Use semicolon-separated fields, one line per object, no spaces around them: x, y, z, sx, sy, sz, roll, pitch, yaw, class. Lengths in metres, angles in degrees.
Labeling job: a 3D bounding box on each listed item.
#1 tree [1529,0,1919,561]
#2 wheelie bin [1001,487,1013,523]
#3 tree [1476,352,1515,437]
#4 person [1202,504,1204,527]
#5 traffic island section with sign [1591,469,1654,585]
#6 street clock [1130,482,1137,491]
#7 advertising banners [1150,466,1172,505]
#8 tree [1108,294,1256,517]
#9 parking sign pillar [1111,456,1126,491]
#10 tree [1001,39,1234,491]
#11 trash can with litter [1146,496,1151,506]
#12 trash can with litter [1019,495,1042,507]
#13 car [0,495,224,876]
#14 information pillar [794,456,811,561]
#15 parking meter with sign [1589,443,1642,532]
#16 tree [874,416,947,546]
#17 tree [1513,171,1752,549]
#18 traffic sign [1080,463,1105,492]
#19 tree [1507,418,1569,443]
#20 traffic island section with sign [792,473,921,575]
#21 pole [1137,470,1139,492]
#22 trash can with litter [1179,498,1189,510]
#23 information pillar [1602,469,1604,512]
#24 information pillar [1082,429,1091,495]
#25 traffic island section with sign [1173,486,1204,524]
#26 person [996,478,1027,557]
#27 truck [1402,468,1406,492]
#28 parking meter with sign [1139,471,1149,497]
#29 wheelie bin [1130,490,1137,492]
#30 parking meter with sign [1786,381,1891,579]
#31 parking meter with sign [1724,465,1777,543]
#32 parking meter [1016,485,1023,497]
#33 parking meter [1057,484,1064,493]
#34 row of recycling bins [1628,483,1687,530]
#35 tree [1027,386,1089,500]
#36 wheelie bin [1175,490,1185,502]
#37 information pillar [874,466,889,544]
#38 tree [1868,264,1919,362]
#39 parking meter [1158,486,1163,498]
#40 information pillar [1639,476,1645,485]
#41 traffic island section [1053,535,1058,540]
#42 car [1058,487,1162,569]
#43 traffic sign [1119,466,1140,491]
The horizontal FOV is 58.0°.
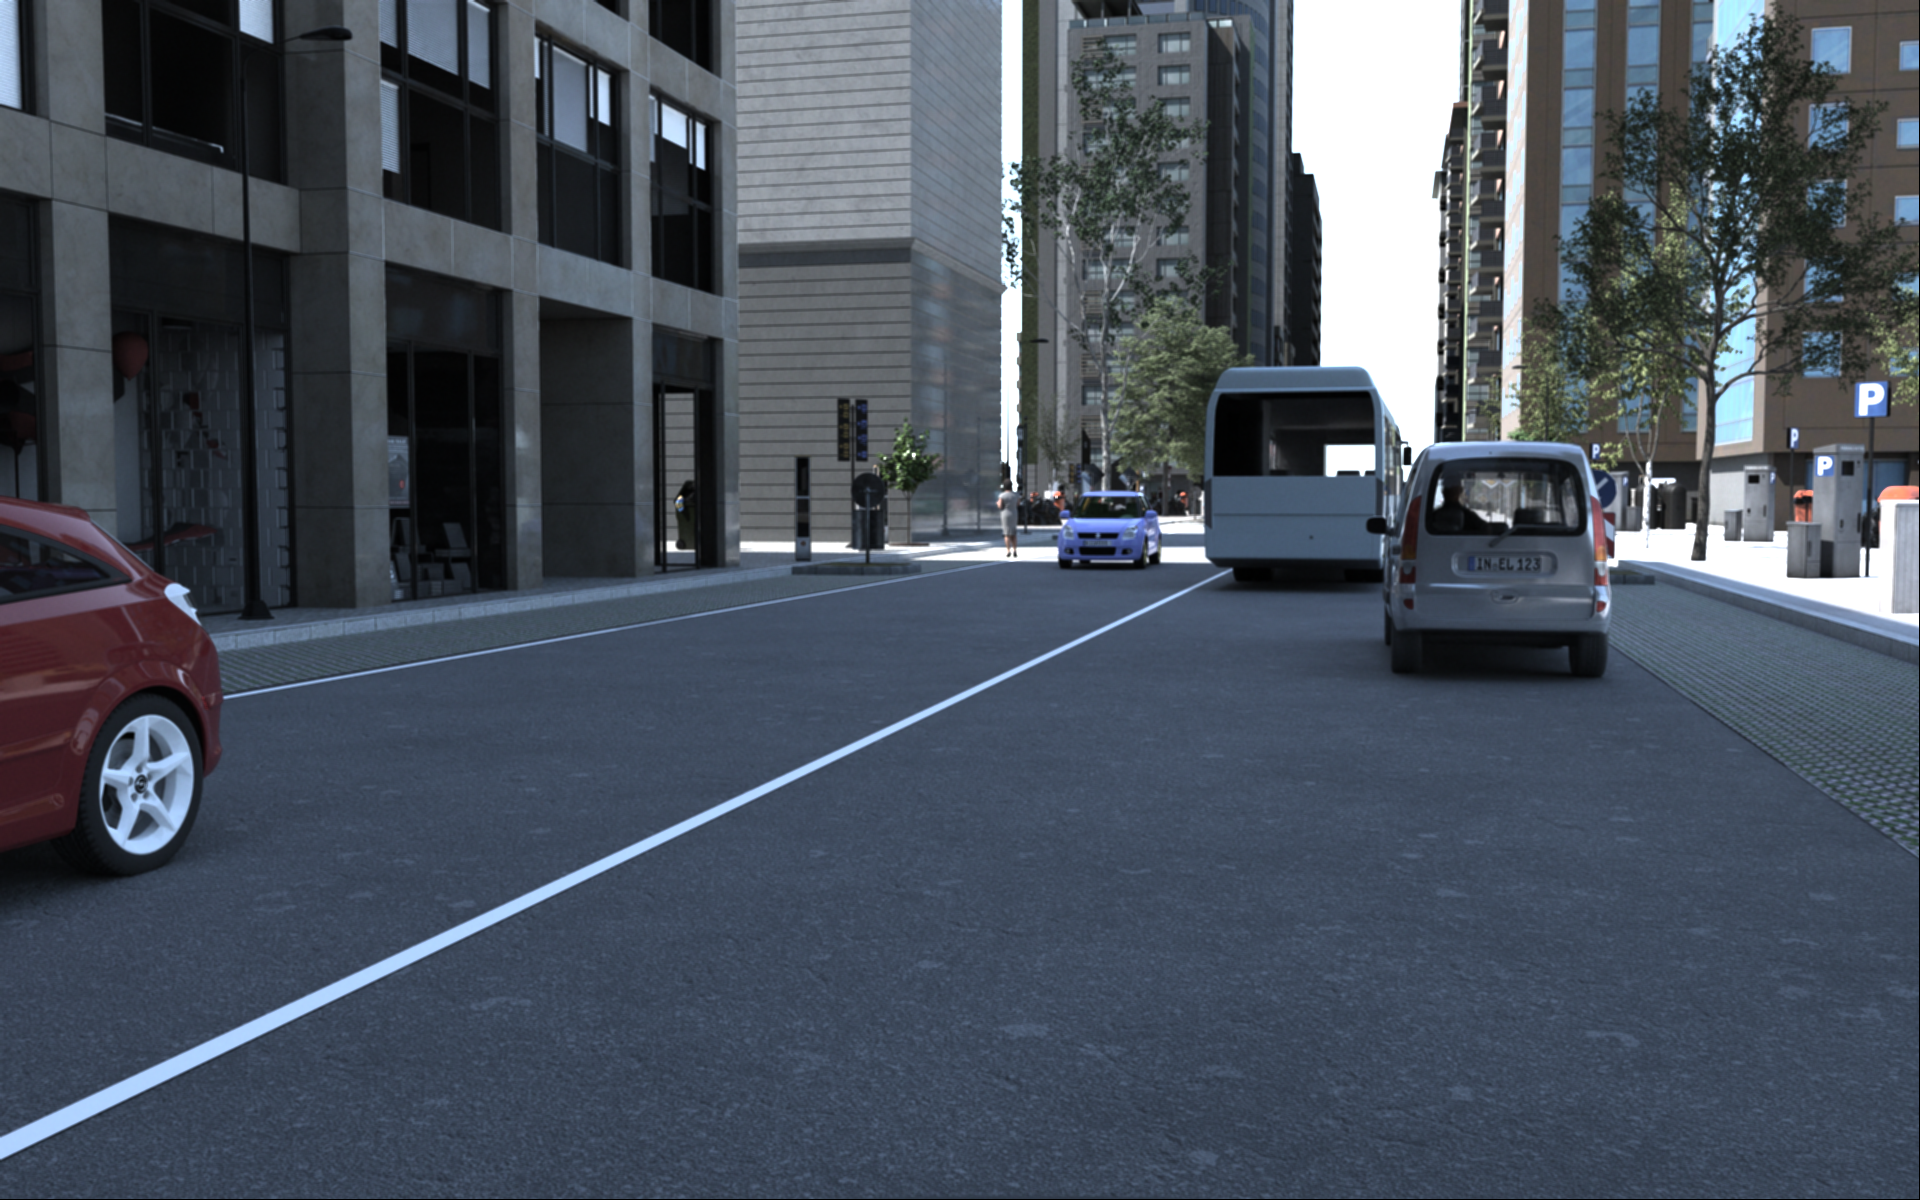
14.476;-6.015;32.761;7.601;10.594;8.767;1;4;18;tree
2.035;-4.263;77.606;0.980;1.594;0.693;1;4;10;wheelie bin
23.425;-7.214;68.305;4.737;8.622;4.395;0;3;0;tree
10.693;-4.025;74.174;0.638;1.841;0.748;-2;4;-32;person
10.169;-1.204;28.310;1.989;1.847;2.006;1;4;14;traffic island section with sign
8.982;-5.214;89.823;0.358;2.002;0.471;-1;4;-13;street clock
12.459;-6.789;107.190;2.074;3.025;0.090;-3;5;-45;advertising banners
12.125;-11.019;98.291;7.486;12.596;7.792;0;3;0;tree
10.503;-7.836;116.583;1.447;3.967;1.447;0;4;0;parking sign pillar
5.515;-13.409;75.133;12.611;20.169;13.585;0;3;0;tree
13.098;-6.694;120.838;0.624;1.170;1.055;2;4;30;trash can with litter
4.131;-5.527;101.431;2.233;1.210;1.678;0;4;4;trash can with litter
-4.235;0.229;5.301;2.155;1.783;4.494;1;4;13;car
-3.014;-1.757;33.221;0.304;2.012;0.304;0;4;-7;information pillar
22.398;-3.844;59.111;0.543;3.016;1.738;-3;5;-39;parking meter with sign
-1.398;-2.963;43.046;1.663;3.219;1.824;0;3;0;tree
16.134;-5.505;40.369;4.737;8.622;4.395;0;3;0;tree
4.216;-3.153;55.191;0.795;2.450;0.064;1;4;14;traffic sign
24.585;-5.507;73.748;4.285;4.588;4.351;0;3;0;tree
-1.780;-1.386;31.290;1.989;1.847;2.006;1;4;14;traffic island section with sign
12.232;-7.659;119.069;0.158;3.312;0.155;0;3;0;pole
17.677;-7.590;135.485;1.055;1.170;0.624;-1;4;-20;trash can with litter
18.460;-2.789;50.095;0.304;2.012;0.304;2;4;28;information pillar
4.556;-4.364;62.712;0.183;3.616;0.504;2;4;35;information pillar
11.487;-4.637;84.447;1.989;1.847;2.006;1;4;14;traffic island section with sign
1.161;-1.848;39.076;0.716;1.782;0.532;-1;4;-20;person
42.859;-11.093;171.123;2.967;4.110;18.799;1;4;12;truck
13.960;-8.321;132.305;0.543;3.016;1.738;1;4;22;parking meter with sign
12.390;-7.075;123.579;0.980;1.594;0.693;2;4;35;wheelie bin
13.442;-1.854;26.570;1.738;3.016;0.543;-2;4;-28;parking meter with sign
21.306;-3.051;46.141;0.543;3.016;1.738;-3;5;-42;parking meter with sign
3.696;-6.235;107.645;0.399;1.863;0.255;-1;4;-13;parking meter
6.038;-5.998;103.774;0.399;1.863;0.255;-1;4;-22;parking meter
24.401;-3.402;62.731;3.534;1.692;1.069;1;4;21;row of recycling bins
6.413;-10.291;118.617;4.360;8.622;3.978;0;3;0;tree
17.577;-7.930;137.561;0.980;1.594;0.693;-2;4;-30;wheelie bin
-2.032;-2.464;44.770;0.304;2.012;0.304;-2;4;-25;information pillar
25.782;-5.762;44.564;4.737;8.622;4.395;0;3;0;tree
14.673;-7.399;126.687;0.399;1.863;0.255;1;4;18;parking meter
27.333;-3.956;69.174;0.304;2.012;0.304;-1;4;-19;information pillar
4.191;-2.017;55.259;2.009;0.180;2.903;1;4;14;traffic island section
3.001;-1.518;34.410;1.945;1.707;3.694;1;4;13;car
6.149;-3.627;62.940;0.795;2.450;0.064;1;4;14;traffic sign
